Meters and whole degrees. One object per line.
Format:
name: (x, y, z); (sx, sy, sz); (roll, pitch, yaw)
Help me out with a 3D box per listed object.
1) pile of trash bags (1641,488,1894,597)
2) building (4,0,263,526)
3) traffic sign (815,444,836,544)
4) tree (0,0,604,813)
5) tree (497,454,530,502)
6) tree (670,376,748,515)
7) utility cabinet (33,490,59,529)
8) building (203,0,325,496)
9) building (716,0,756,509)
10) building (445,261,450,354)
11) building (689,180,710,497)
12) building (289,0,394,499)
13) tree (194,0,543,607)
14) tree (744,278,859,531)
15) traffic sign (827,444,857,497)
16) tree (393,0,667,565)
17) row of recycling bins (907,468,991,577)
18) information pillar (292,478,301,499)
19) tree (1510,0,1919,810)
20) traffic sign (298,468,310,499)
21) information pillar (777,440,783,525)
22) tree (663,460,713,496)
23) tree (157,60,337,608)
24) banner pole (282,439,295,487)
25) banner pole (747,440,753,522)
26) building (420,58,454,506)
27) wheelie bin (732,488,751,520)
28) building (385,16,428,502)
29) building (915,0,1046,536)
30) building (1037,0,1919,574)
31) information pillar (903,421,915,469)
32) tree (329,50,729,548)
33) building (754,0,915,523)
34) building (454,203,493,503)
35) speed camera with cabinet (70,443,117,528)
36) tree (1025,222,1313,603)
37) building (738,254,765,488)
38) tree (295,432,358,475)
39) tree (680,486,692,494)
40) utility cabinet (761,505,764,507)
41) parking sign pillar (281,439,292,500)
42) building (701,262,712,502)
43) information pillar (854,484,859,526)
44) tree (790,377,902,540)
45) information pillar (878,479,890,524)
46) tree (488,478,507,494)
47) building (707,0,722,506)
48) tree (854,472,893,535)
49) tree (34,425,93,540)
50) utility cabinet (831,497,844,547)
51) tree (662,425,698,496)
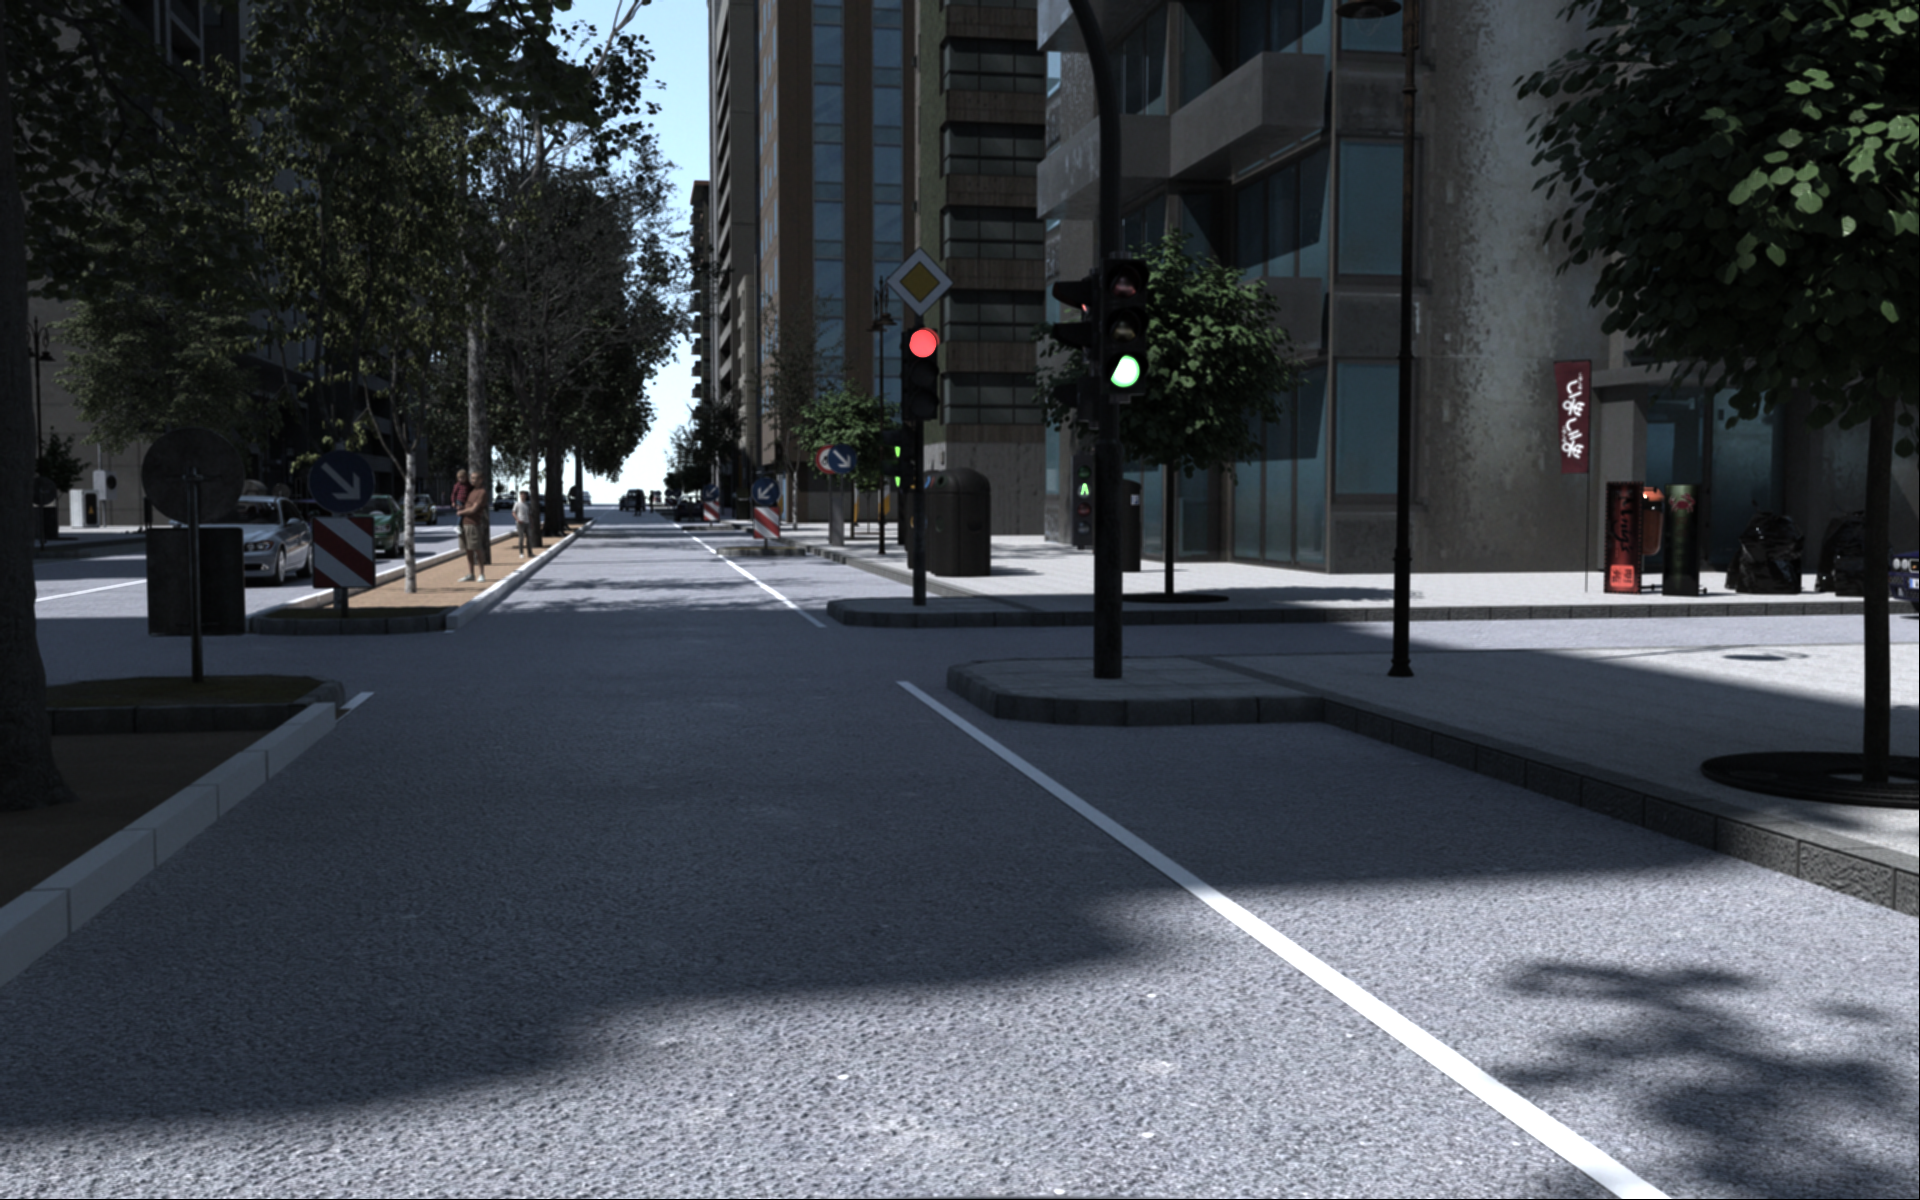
pile of trash bags: (10.516, -0.805, 22.921); (3.447, 1.369, 1.912); (2, 4, 33)
building: (-43.314, -39.030, 76.391); (20.563, 71.187, 20.611); (-1, 4, -11)
traffic sign: (-3.318, -2.705, 44.331); (0.768, 2.556, 0.104); (0, 4, -2)
tree: (-4.179, -5.295, 7.158); (7.486, 12.596, 7.792); (0, 3, 0)
tree: (-61.423, -17.768, 240.874); (4.360, 8.622, 3.978); (0, 3, 0)
tree: (-14.859, -9.563, 106.716); (4.737, 8.622, 4.395); (0, 3, 0)
utility cabinet: (-33.566, -3.334, 63.194); (1.173, 1.500, 0.318); (0, 4, 2)
building: (-53.199, -31.275, 100.586); (28.713, 52.752, 27.495); (-1, 4, -11)
building: (-10.667, -32.616, 156.973); (21.300, 48.544, 21.600); (-1, 4, -11)
building: (-75.812, -31.886, 213.221); (32.217, 40.220, 23.993); (-1, 4, -11)
building: (-25.831, -35.736, 238.906); (22.147, 44.769, 28.867); (-1, 4, -11)
building: (-54.016, -30.691, 125.497); (21.300, 48.544, 21.600); (-1, 4, -11)
tree: (-7.993, -4.409, 24.903); (4.737, 8.622, 4.395); (0, 3, 0)
tree: (-5.634, -6.714, 60.130); (4.360, 8.622, 3.978); (0, 3, 0)
traffic sign: (-2.982, -2.678, 43.883); (0.768, 2.556, 0.104); (0, 4, -2)
tree: (-8.298, -10.719, 33.609); (12.611, 20.169, 13.585); (0, 3, 0)
row of recycling bins: (-0.170, -1.302, 28.406); (1.069, 1.692, 3.534); (-1, 4, -10)
information pillar: (-30.604, -4.613, 79.916); (0.304, 2.012, 0.304); (2, 4, 31)
tree: (4.162, -1.460, 7.587); (4.285, 4.588, 4.351); (0, 3, 0)
traffic sign: (-31.492, -5.102, 83.521); (0.768, 2.556, 0.104); (-1, 4, -10)
information pillar: (-7.538, -4.950, 72.287); (0.183, 3.616, 0.504); (1, 4, 22)
tree: (-24.210, -10.743, 159.355); (4.285, 4.588, 4.351); (0, 3, 0)
tree: (-7.101, -4.084, 19.585); (4.737, 8.622, 4.395); (0, 3, 0)
banner pole: (-30.299, -5.387, 78.099); (0.863, 3.779, 0.401); (1, 4, 20)
banner pole: (-9.675, -5.536, 80.528); (0.401, 3.779, 0.863); (0, 4, -1)
building: (-66.787, -34.703, 187.002); (23.786, 49.044, 30.456); (-1, 4, -11)
wheelie bin: (-10.773, -4.740, 85.402); (0.980, 1.594, 0.693); (-1, 4, -17)
building: (-52.583, -30.210, 144.052); (14.600, 45.320, 14.200); (-1, 4, -11)
building: (5.191, -17.653, 60.330); (14.160, 30.474, 14.107); (-1, 4, -11)
building: (16.640, -25.583, 37.896); (30.456, 49.044, 23.786); (-1, 4, -11)
information pillar: (-1.598, -3.894, 55.018); (0.504, 3.616, 0.183); (0, 4, 5)
tree: (-11.351, -8.135, 45.842); (12.009, 13.543, 11.850); (0, 3, 0)
building: (-2.366, -26.442, 82.438); (14.600, 45.320, 14.200); (-1, 4, -11)
building: (-71.206, -33.666, 234.038); (14.154, 41.232, 14.086); (-1, 4, -11)
speed camera with cabinet: (-33.144, -4.399, 66.253); (0.660, 3.252, 2.038); (1, 4, 10)
tree: (2.614, -2.273, 20.877); (4.285, 4.588, 4.351); (0, 3, 0)
building: (-2.301, -17.657, 133.730); (27.650, 21.520, 28.899); (-1, 4, -11)
tree: (-32.131, -6.413, 88.572); (4.285, 4.588, 4.351); (0, 3, 0)
tree: (-31.567, -12.590, 200.454); (1.663, 3.219, 1.824); (0, 3, 0)
utility cabinet: (-10.420, -5.081, 94.242); (0.306, 1.237, 1.020); (3, 5, 44)
parking sign pillar: (-32.957, -5.896, 84.875); (1.447, 3.967, 1.447); (-1, 4, -18)
building: (-25.470, -27.271, 217.582); (14.160, 30.474, 14.107); (-1, 4, -11)
information pillar: (-4.146, -4.766, 69.282); (0.183, 3.616, 0.504); (1, 4, 13)
tree: (-3.100, -3.966, 48.556); (4.285, 4.588, 4.351); (0, 3, 0)
information pillar: (-3.216, -5.011, 73.278); (0.504, 3.616, 0.183); (-2, 4, -28)
tree: (-55.666, -13.127, 209.219); (1.663, 3.219, 1.824); (0, 3, 0)
building: (-17.803, -40.042, 196.680); (21.231, 58.520, 28.212); (-1, 4, -11)
tree: (-2.868, -3.692, 54.964); (1.663, 3.219, 1.824); (0, 3, 0)
tree: (-25.402, -3.302, 48.587); (1.663, 3.219, 1.824); (0, 3, 0)
utility cabinet: (-3.010, -1.925, 42.636); (0.306, 1.237, 1.020); (0, 4, -3)
tree: (-28.907, -14.091, 180.752); (4.360, 8.622, 3.978); (0, 3, 0)
